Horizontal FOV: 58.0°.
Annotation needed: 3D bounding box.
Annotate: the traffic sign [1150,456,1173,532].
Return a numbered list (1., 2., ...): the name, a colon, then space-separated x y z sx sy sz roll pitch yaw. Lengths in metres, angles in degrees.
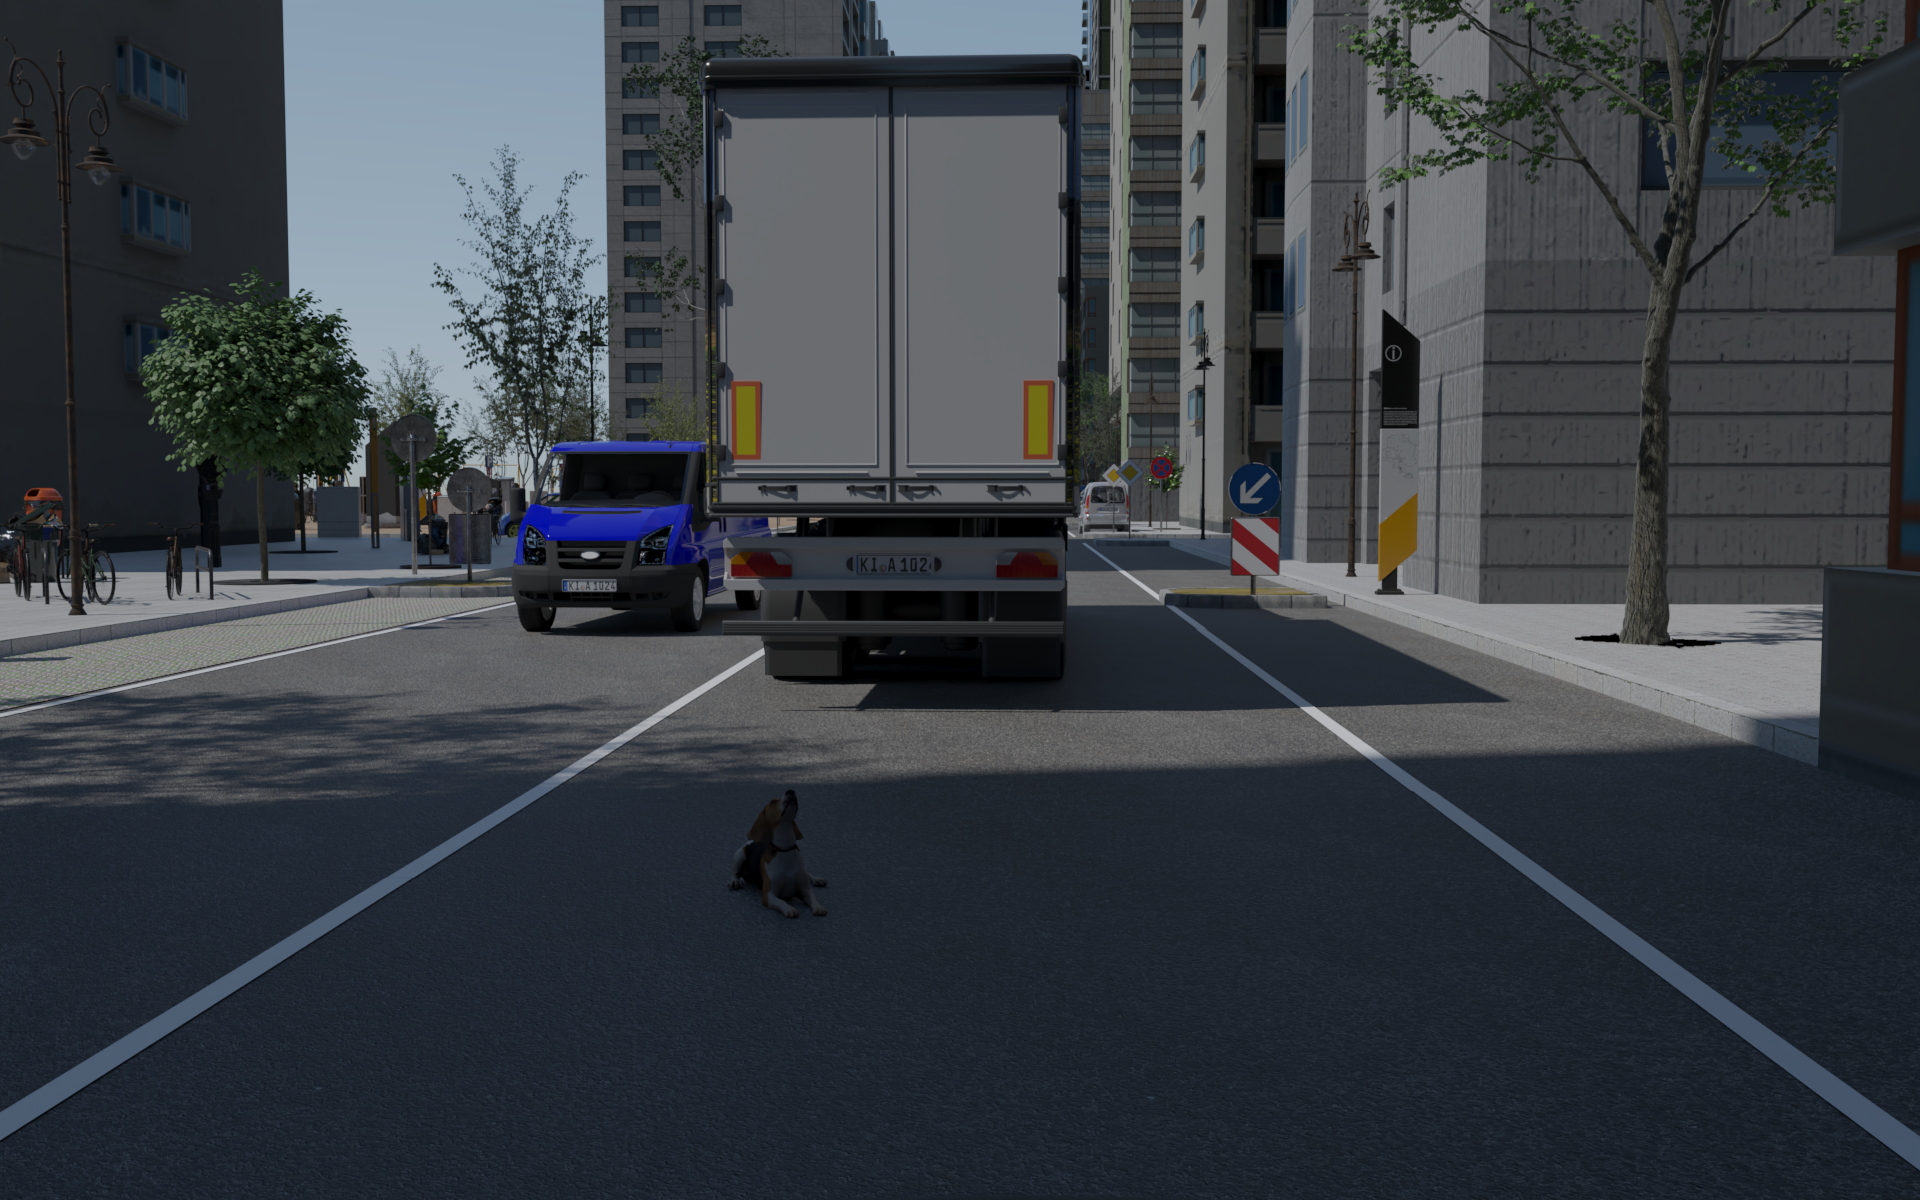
1. traffic sign: 6.826 -3.584 58.710 0.768 2.556 0.104 0 4 8

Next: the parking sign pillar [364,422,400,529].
1. parking sign pillar: -21.550 -4.666 64.760 1.447 3.967 1.447 1 4 17

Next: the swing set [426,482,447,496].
1. swing set: -34.394 -7.294 116.881 2.862 2.851 3.119 1 4 16

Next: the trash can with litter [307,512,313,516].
1. trash can with litter: -37.132 -5.406 99.773 1.055 1.170 0.624 1 4 8

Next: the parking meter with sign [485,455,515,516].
1. parking meter with sign: -20.376 -4.982 77.709 1.738 3.016 0.543 1 4 15

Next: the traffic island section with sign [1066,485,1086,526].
1. traffic island section with sign: 5.484 -4.346 79.686 1.989 1.847 2.006 0 4 2

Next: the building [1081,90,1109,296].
1. building: 19.117 -30.268 178.477 14.154 41.232 14.086 0 4 2

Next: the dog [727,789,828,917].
1. dog: -0.600 0.854 6.237 0.550 0.427 0.748 1 4 22

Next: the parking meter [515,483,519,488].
1. parking meter: -22.681 -5.060 88.447 0.255 1.863 0.399 1 4 8

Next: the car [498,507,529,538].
1. car: -12.231 -2.646 52.854 3.694 1.707 1.945 0 4 3

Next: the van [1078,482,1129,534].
1. van: 5.097 -3.324 61.358 2.013 2.044 4.112 0 4 1

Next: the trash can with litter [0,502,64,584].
1. trash can with litter: -13.533 -0.830 24.950 1.055 1.170 0.624 -3 4 -37

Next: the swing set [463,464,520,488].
1. swing set: -24.688 -5.755 91.716 3.119 2.851 2.862 -1 4 -9

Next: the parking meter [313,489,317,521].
1. parking meter: -30.121 -4.450 81.173 0.372 1.533 0.369 0 3 0

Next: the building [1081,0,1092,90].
1. building: 25.379 -57.447 251.933 22.319 86.520 31.000 0 4 2

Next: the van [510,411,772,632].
1. van: -3.524 -0.945 19.830 2.240 2.365 5.245 0 4 4

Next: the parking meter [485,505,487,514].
1. parking meter: -27.684 -5.701 101.622 0.372 1.533 0.369 0 3 0

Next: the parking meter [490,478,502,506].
1. parking meter: -17.059 -3.547 63.709 0.399 1.863 0.255 0 4 7

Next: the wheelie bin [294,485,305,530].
1. wheelie bin: -23.749 -3.287 61.653 0.693 1.594 0.980 -3 5 -41

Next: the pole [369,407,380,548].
1. pole: -13.813 -2.874 40.839 0.158 3.312 0.155 0 3 0

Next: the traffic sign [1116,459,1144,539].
1. traffic sign: 4.793 -2.769 48.922 0.795 2.450 0.064 0 4 2

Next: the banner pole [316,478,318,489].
1. banner pole: -46.990 -8.403 127.410 0.863 3.779 0.401 0 4 4

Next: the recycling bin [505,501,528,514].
1. recycling bin: -15.806 -3.011 61.779 0.722 1.027 0.722 0 4 -5

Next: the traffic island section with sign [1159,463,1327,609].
1. traffic island section with sign: 3.639 -0.857 22.643 1.989 1.847 2.006 0 4 2

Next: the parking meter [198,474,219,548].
1. parking meter: -17.476 -2.114 40.273 0.399 1.863 0.255 -3 4 -37

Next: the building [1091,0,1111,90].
1. building: 23.167 -46.270 194.764 20.563 71.187 20.611 0 4 2

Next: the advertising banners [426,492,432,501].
1. advertising banners: -27.690 -5.713 89.594 0.090 3.025 2.074 0 4 1

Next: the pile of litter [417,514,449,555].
1. pile of litter: -10.922 -1.408 36.987 1.176 0.858 1.719 3 5 39

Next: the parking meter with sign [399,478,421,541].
1. parking meter with sign: -15.202 -3.148 47.724 0.543 3.016 1.738 -2 4 -27

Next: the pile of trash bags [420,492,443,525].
1. pile of trash bags: -23.439 -4.173 77.979 1.912 1.369 3.447 1 4 19

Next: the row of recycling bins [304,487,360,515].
1. row of recycling bins: -37.954 -5.982 104.917 3.534 1.692 1.069 -2 4 -30

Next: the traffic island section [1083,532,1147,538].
1. traffic island section: 5.075 -2.122 56.979 2.009 0.180 2.903 0 4 2

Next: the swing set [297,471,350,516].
1. swing set: -24.580 -4.142 65.347 3.119 2.851 2.862 1 4 13

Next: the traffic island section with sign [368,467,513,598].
1. traffic island section with sign: -7.119 -0.981 24.674 1.989 1.847 2.006 0 4 2

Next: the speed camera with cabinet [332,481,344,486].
1. speed camera with cabinet: -41.835 -7.575 118.192 2.038 3.252 0.660 1 4 11

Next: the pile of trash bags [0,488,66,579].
1. pile of trash bags: -14.974 -1.051 26.930 3.447 1.369 1.912 2 4 33

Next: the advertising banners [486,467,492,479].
1. advertising banners: -28.807 -6.850 108.181 2.074 3.025 0.090 2 4 27

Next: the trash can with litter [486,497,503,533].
1. trash can with litter: -15.488 -2.804 57.227 0.624 1.170 1.055 -2 4 -31

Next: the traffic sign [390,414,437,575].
1. traffic sign: -8.690 -1.677 27.525 0.768 2.556 0.104 0 4 5

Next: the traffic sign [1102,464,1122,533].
1. traffic sign: 5.051 -3.258 56.903 0.795 2.450 0.064 0 4 2

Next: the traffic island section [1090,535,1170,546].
1. traffic island section: 4.817 -1.634 48.998 2.009 0.180 2.903 0 4 2

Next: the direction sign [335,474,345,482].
1. direction sign: -40.100 -7.336 111.932 0.379 3.537 0.876 2 4 28
